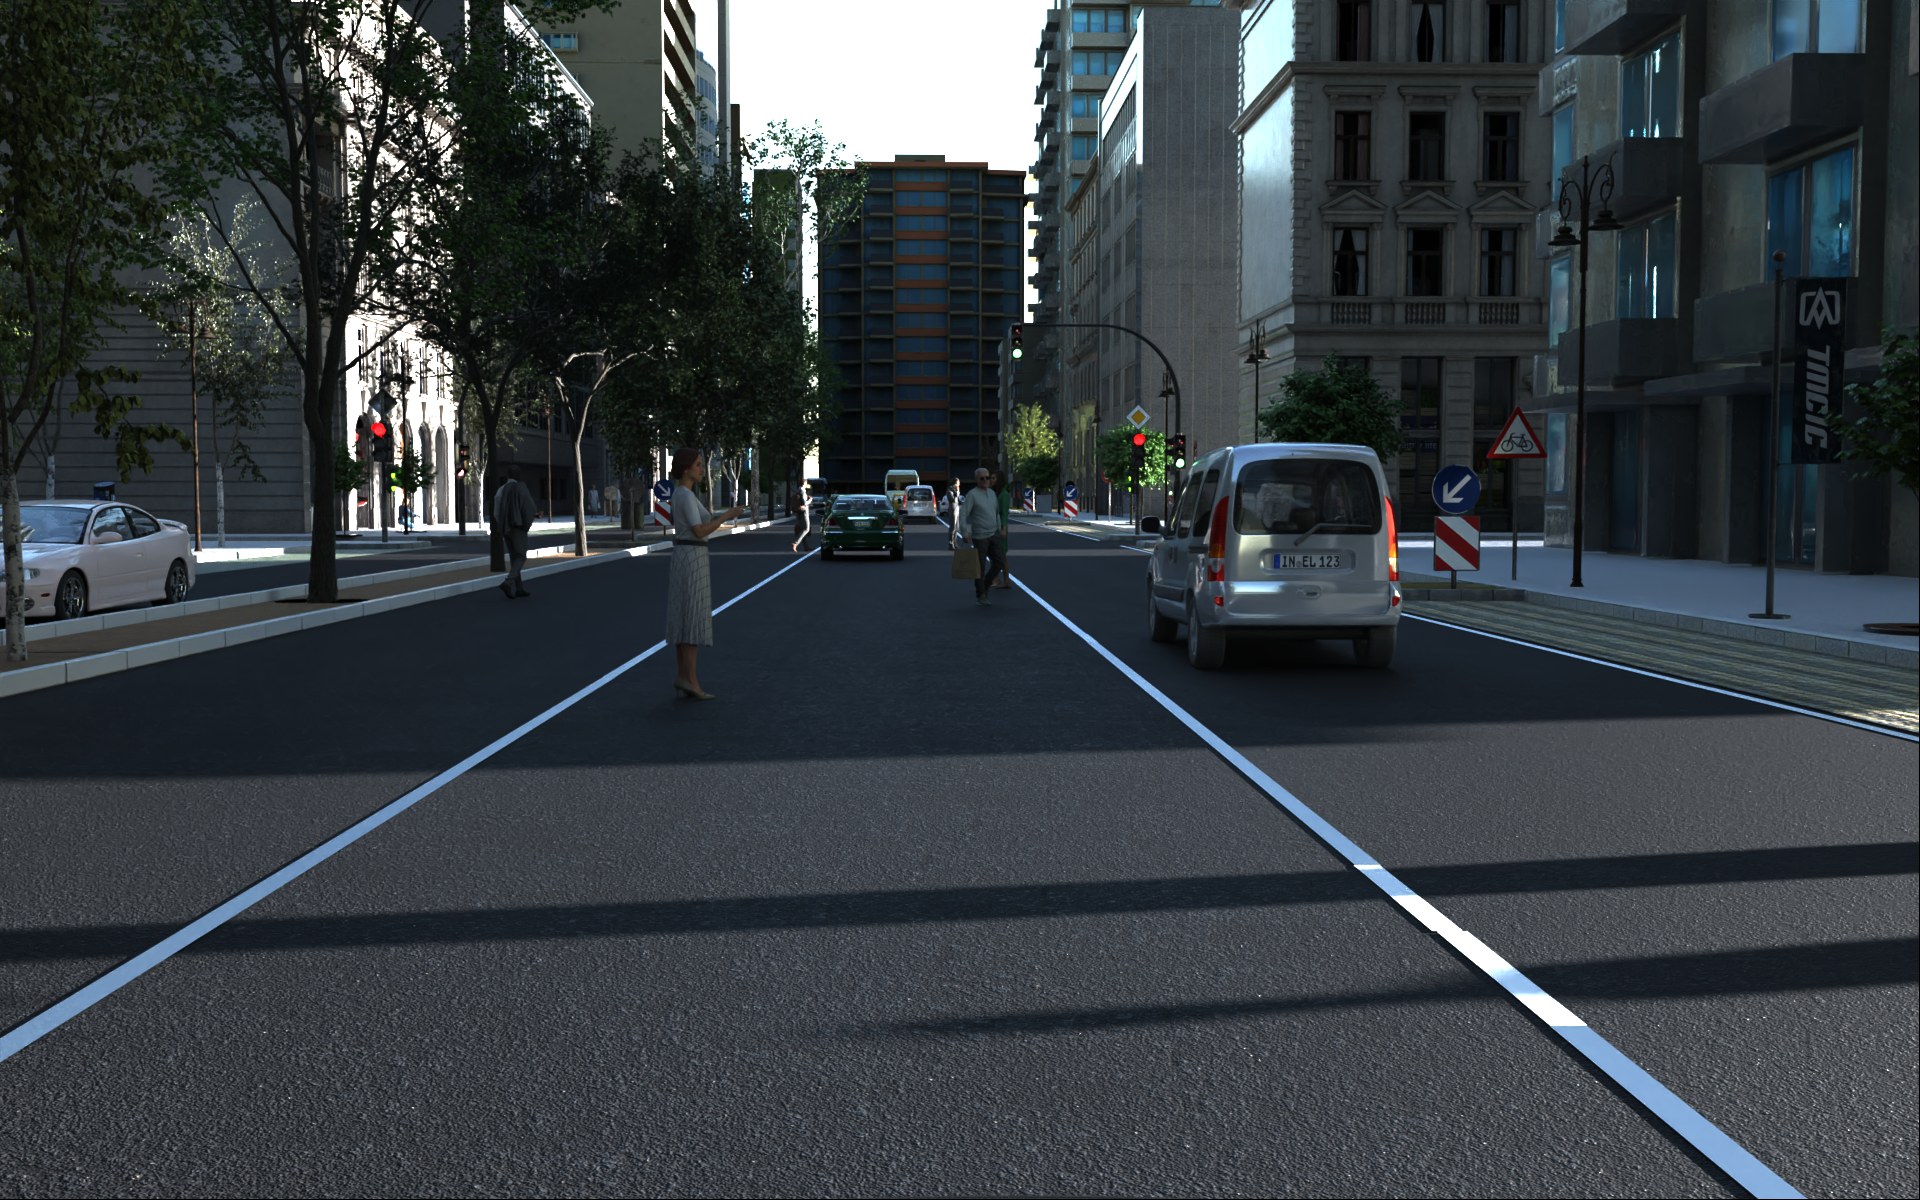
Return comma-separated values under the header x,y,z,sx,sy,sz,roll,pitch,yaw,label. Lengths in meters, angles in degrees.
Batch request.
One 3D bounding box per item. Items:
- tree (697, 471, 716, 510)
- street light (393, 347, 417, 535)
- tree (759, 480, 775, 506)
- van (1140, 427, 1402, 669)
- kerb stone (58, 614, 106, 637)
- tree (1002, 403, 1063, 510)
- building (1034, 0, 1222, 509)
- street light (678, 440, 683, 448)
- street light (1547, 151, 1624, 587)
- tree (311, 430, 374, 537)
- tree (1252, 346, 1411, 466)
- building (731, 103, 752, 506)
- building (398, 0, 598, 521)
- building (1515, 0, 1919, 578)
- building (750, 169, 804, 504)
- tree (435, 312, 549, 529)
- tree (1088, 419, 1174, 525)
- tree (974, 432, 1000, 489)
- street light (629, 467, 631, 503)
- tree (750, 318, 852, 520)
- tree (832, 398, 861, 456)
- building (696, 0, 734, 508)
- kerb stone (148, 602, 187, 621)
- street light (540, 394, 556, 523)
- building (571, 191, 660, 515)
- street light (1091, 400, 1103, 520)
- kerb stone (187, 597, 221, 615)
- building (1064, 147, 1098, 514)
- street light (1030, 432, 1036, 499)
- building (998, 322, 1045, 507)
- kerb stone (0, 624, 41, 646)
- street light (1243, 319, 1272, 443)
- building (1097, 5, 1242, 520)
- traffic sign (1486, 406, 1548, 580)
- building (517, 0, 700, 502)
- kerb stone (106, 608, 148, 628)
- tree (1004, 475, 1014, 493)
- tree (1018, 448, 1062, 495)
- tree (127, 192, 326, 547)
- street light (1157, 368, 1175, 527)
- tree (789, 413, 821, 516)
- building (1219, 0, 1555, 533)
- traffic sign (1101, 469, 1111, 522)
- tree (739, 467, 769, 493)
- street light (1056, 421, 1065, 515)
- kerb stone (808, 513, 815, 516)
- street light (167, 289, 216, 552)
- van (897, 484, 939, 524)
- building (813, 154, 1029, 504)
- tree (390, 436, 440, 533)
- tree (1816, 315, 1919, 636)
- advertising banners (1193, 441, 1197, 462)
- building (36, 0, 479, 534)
x,y,z,sx,sy,sz,roll,pitch,yaw,label
-21.119,-9.115,143.628,1.663,3.219,1.824,0,3,0,tree
-17.544,-5.010,54.695,0.468,5.910,1.993,0,4,-2,street light
-22.604,-12.864,204.935,1.663,3.219,1.824,0,3,0,tree
2.701,-0.525,15.602,2.013,2.044,4.112,0,4,-1,van
-9.078,0.276,17.750,0.120,0.150,1.000,0,4,-2,kerb stone
6.094,-11.687,141.439,4.737,8.622,4.395,0,3,0,tree
18.342,-32.960,158.505,23.786,49.044,30.456,0,4,-2,building
-19.524,-9.070,121.076,0.468,5.910,1.993,0,4,-2,street light
8.542,-3.120,23.805,0.468,5.910,1.993,0,4,-2,street light
-18.610,-3.537,52.424,1.663,3.219,1.824,0,3,0,tree
8.269,-3.362,38.684,4.285,4.588,4.351,0,3,0,tree
-31.071,-33.324,194.956,14.200,45.320,14.600,0,4,-2,building
-28.183,-18.160,90.425,14.314,27.812,24.014,0,4,-2,building
24.088,-24.987,28.141,23.786,49.044,30.456,0,4,-2,building
-27.217,-32.828,220.324,14.086,41.232,14.154,0,4,-2,building
-17.691,-6.974,64.393,4.360,8.622,3.978,0,3,0,tree
8.073,-5.673,76.464,4.285,4.588,4.351,0,3,0,tree
3.849,-15.693,206.949,4.360,8.622,3.978,0,3,0,tree
-18.844,-7.716,98.950,0.468,5.910,1.993,0,4,-2,street light
-10.306,-10.772,104.341,9.928,11.665,9.643,0,3,0,tree
-10.923,-11.079,118.011,8.767,10.594,7.601,0,4,-2,tree
-33.505,-38.004,163.361,21.231,58.520,28.212,0,4,-2,building
-9.138,0.152,19.794,0.120,0.150,1.000,0,4,-2,kerb stone
-18.232,-6.363,76.821,0.468,5.910,1.993,0,4,-2,street light
-27.613,-16.712,115.039,13.314,21.916,24.055,0,4,-2,building
6.724,-6.865,85.023,0.468,5.910,1.993,0,4,-2,street light
-9.168,0.084,20.815,0.120,0.150,1.000,0,4,-2,kerb stone
14.315,-19.550,116.908,12.463,27.353,25.104,0,4,-2,building
5.418,-9.571,129.278,0.468,5.910,1.993,0,4,-2,street light
18.724,-21.049,189.190,27.650,21.520,28.899,0,4,-2,building
-9.044,0.337,16.727,0.120,0.150,1.000,0,4,-2,kerb stone
7.866,-4.474,45.932,0.468,5.910,1.993,0,4,-2,street light
14.545,-16.897,94.280,12.078,24.808,19.932,0,4,-2,building
8.264,-1.575,25.754,0.884,2.594,0.081,0,4,8,traffic sign
-32.944,-31.493,138.618,21.300,48.544,21.600,0,4,-2,building
-9.108,0.209,18.772,0.120,0.150,1.000,0,4,-2,kerb stone
4.365,-10.672,169.081,1.663,3.219,1.824,0,3,0,tree
5.725,-8.521,123.032,4.285,4.588,4.351,0,3,0,tree
-17.683,-5.593,41.804,4.360,8.622,3.978,0,3,0,tree
7.421,-5.472,62.248,0.468,5.910,1.993,0,4,-2,street light
-10.796,-9.714,111.651,4.360,8.622,3.978,0,3,0,tree
20.051,-14.239,61.688,19.941,23.489,11.050,0,4,-2,building
6.850,-4.849,79.386,0.768,2.556,0.104,0,4,0,traffic sign
-22.320,-12.418,186.743,4.285,4.588,4.351,0,3,0,tree
6.168,-8.218,107.153,0.468,5.910,1.993,0,4,-2,street light
-9.890,-5.718,115.689,0.120,0.150,1.000,0,4,-2,kerb stone
-17.047,-4.024,38.574,0.468,5.910,1.993,0,4,-2,street light
-1.996,-4.672,83.401,2.013,2.044,4.112,0,4,-3,van
-5.905,-34.949,226.040,28.867,44.769,22.147,0,4,-2,building
-18.250,-3.874,57.946,1.663,3.219,1.824,0,3,0,tree
8.817,-1.308,15.993,1.663,3.219,1.824,0,3,0,tree
7.750,-3.664,56.088,0.090,3.025,2.074,0,4,-2,advertising banners
-27.374,-13.751,66.628,13.314,21.916,24.055,0,4,-2,building
